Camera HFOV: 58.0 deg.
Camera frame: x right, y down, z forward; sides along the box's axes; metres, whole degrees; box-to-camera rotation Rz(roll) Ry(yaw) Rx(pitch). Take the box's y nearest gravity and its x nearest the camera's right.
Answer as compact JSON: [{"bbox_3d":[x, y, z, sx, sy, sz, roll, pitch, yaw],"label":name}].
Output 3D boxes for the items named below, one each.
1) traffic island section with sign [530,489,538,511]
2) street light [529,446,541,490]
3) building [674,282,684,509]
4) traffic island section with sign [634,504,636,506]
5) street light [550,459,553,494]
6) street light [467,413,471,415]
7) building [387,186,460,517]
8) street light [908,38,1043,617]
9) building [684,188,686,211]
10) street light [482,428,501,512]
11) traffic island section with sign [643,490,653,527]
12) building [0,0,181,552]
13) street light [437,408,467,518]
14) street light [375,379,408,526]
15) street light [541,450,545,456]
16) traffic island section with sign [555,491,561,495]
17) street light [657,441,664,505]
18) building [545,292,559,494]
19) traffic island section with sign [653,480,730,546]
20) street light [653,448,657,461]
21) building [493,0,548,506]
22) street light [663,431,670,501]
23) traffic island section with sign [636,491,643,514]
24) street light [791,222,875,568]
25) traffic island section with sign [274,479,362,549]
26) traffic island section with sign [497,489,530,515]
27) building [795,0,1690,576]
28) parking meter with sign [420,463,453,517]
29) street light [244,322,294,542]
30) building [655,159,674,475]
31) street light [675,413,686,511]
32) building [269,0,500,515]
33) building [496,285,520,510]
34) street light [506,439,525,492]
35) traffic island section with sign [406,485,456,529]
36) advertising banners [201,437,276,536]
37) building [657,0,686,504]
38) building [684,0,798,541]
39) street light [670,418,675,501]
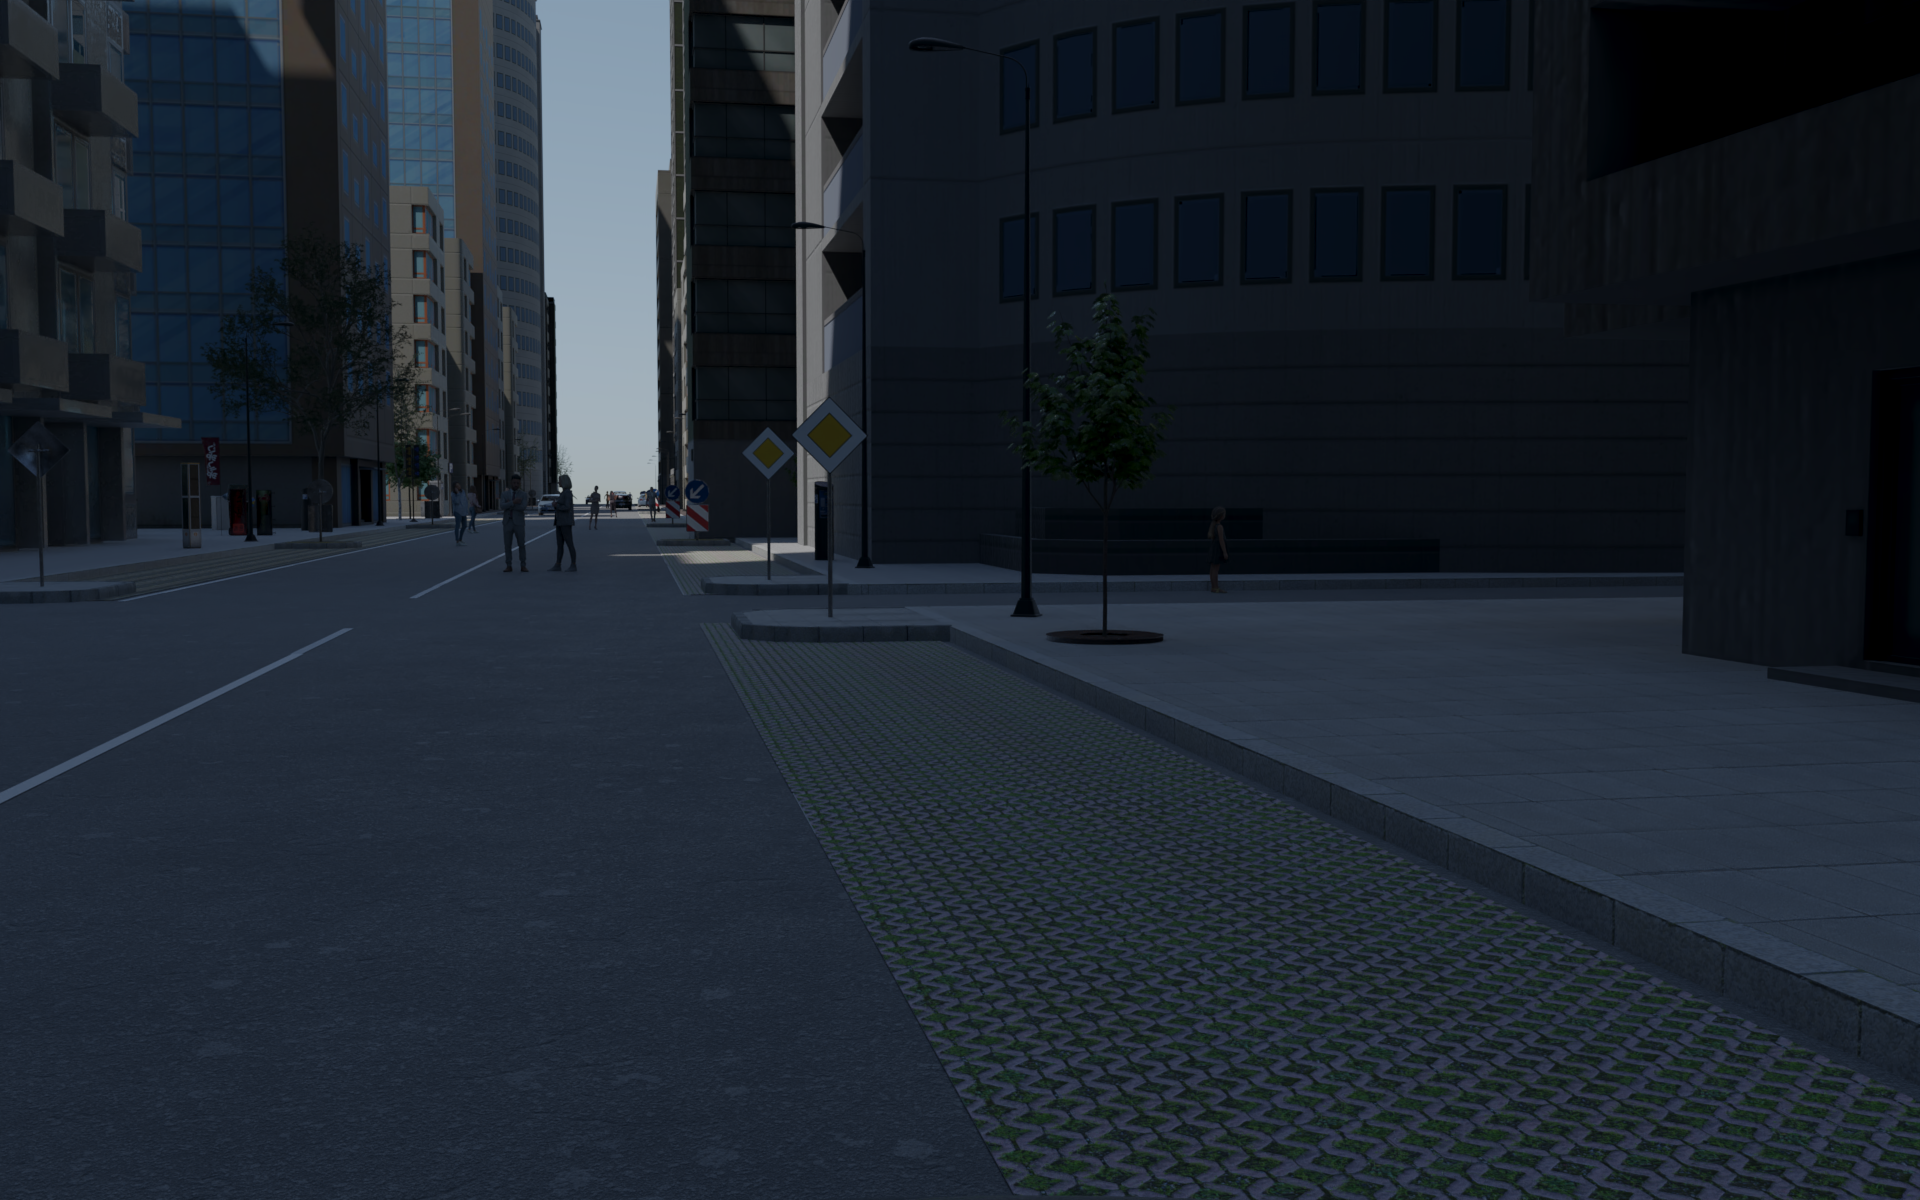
[{"bbox_3d":[-36.667,-8.571,148.764,1.989,1.847,2.006,-1,4,-11],"label":"traffic island section with sign"},{"bbox_3d":[-41.998,-12.016,168.995,1.470,5.913,1.316,-1,4,-11],"label":"street light"},{"bbox_3d":[-9.092,-18.203,142.666,27.650,21.520,28.899,-1,4,-11],"label":"building"},{"bbox_3d":[-27.060,-8.683,150.588,1.989,1.847,2.006,-1,4,-11],"label":"traffic island section with sign"},{"bbox_3d":[-48.575,-14.110,203.233,1.470,5.913,1.316,-1,4,-11],"label":"street light"},{"bbox_3d":[-28.681,-7.745,99.172,1.470,5.913,1.316,-1,4,-11],"label":"street light"},{"bbox_3d":[-46.155,-16.162,109.295,27.650,21.520,28.899,-1,4,-11],"label":"building"},{"bbox_3d":[0.164,-2.775,17.908,1.470,5.913,1.316,-1,4,-11],"label":"street light"},{"bbox_3d":[0.407,-14.885,88.409,27.650,21.520,28.899,-1,4,-11],"label":"building"},{"bbox_3d":[-33.174,-9.175,122.553,1.470,5.913,1.316,-1,4,-11],"label":"street light"},{"bbox_3d":[-12.531,-4.045,74.758,1.989,1.847,2.006,-1,4,-11],"label":"traffic island section with sign"},{"bbox_3d":[-30.776,-25.359,34.236,23.786,49.044,30.456,-1,4,-11],"label":"building"},{"bbox_3d":[-27.680,-7.412,93.724,1.470,5.913,1.316,-1,4,-11],"label":"street light"},{"bbox_3d":[-22.827,-5.939,69.651,1.470,5.913,1.316,-1,4,-11],"label":"street light"},{"bbox_3d":[-44.188,-12.711,180.360,1.470,5.913,1.316,-1,4,-11],"label":"street light"},{"bbox_3d":[-47.130,-11.910,203.352,1.989,1.847,2.006,-1,4,-11],"label":"traffic island section with sign"},{"bbox_3d":[-25.533,-10.958,151.708,1.470,5.913,1.316,-1,4,-11],"label":"street light"},{"bbox_3d":[-64.000,-28.821,242.923,14.160,30.474,14.107,-1,4,-11],"label":"building"},{"bbox_3d":[-7.464,-2.425,48.281,1.989,1.847,2.006,-1,4,-11],"label":"traffic island section with sign"},{"bbox_3d":[-31.877,-13.026,185.517,1.470,5.913,1.316,-1,4,-11],"label":"street light"},{"bbox_3d":[-57.122,-39.656,190.374,21.231,58.520,28.212,-1,4,-11],"label":"building"},{"bbox_3d":[-20.975,-9.520,128.186,1.470,5.913,1.316,-1,4,-11],"label":"street light"},{"bbox_3d":[-21.995,-7.062,124.097,1.989,1.847,2.006,-1,4,-11],"label":"traffic island section with sign"},{"bbox_3d":[-2.184,-3.502,29.795,1.470,5.913,1.316,-1,4,-11],"label":"street light"},{"bbox_3d":[-16.964,-2.278,45.880,1.989,1.847,2.006,-1,4,-11],"label":"traffic island section with sign"},{"bbox_3d":[-31.547,-6.938,122.070,1.989,1.847,2.006,-1,4,-11],"label":"traffic island section with sign"},{"bbox_3d":[11.289,-30.271,36.937,28.212,58.520,21.231,-1,4,-11],"label":"building"},{"bbox_3d":[-29.403,-6.175,97.218,1.738,3.016,0.543,0,4,3],"label":"parking meter with sign"},{"bbox_3d":[-18.634,-4.538,46.741,1.470,5.913,1.316,-1,4,-11],"label":"street light"},{"bbox_3d":[-32.336,-38.151,247.477,21.300,48.544,21.600,-1,4,-11],"label":"building"},{"bbox_3d":[-15.502,-7.788,99.876,1.470,5.913,1.316,-1,4,-11],"label":"street light"},{"bbox_3d":[-42.907,-29.454,131.680,14.600,45.320,14.200,-1,4,-11],"label":"building"},{"bbox_3d":[-53.929,-18.787,152.201,27.650,21.520,28.899,-1,4,-11],"label":"building"},{"bbox_3d":[-37.487,-10.575,145.440,1.470,5.913,1.316,-1,4,-11],"label":"street light"},{"bbox_3d":[-22.023,-3.898,72.358,1.989,1.847,2.006,-1,4,-11],"label":"traffic island section with sign"},{"bbox_3d":[-22.220,-3.496,53.340,2.074,3.025,0.090,-1,4,-15],"label":"advertising banners"},{"bbox_3d":[-29.181,-48.151,225.514,20.563,71.187,20.611,-1,4,-11],"label":"building"},{"bbox_3d":[-2.147,-17.490,57.666,14.160,30.474,14.107,-1,4,-11],"label":"building"},{"bbox_3d":[-16.611,-8.100,104.976,1.470,5.913,1.316,-1,4,-11],"label":"street light"}]
